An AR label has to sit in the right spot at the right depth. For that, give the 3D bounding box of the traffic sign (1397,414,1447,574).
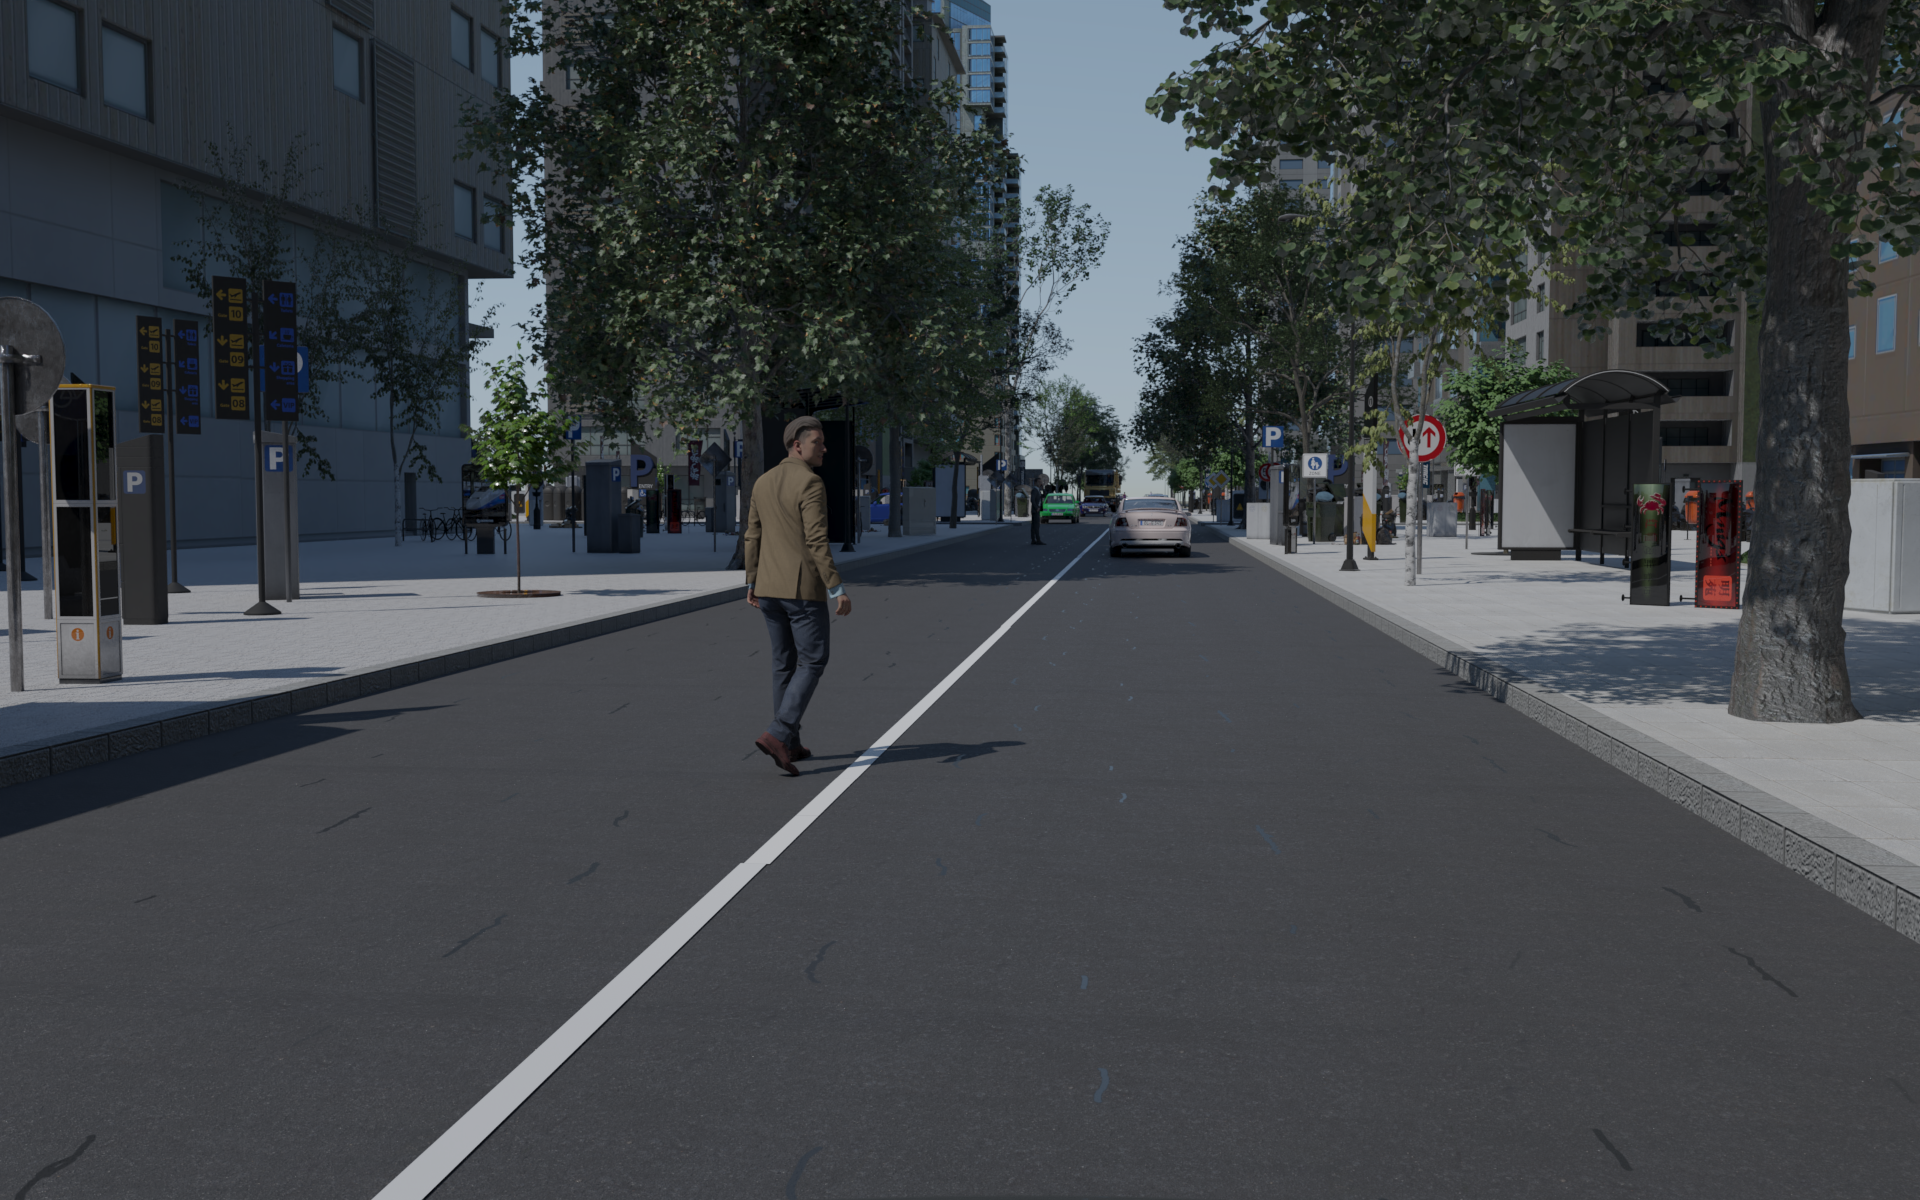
[{"bbox_3d":[7.335,-1.681,27.592,0.768,2.556,0.104,1,4,11],"label":"traffic sign"}]

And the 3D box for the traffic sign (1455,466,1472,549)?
[{"bbox_3d":[11.777,-2.329,40.206,0.606,2.300,0.079,1,4,12],"label":"traffic sign"}]

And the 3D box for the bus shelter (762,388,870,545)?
[{"bbox_3d":[-3.468,-3.031,40.837,1.731,3.624,6.357,0,4,6],"label":"bus shelter"}]

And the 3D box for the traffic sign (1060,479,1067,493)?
[{"bbox_3d":[8.550,-8.852,144.834,0.768,2.556,0.104,1,4,14],"label":"traffic sign"}]

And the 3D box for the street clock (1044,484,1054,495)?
[{"bbox_3d":[6.346,-7.387,125.350,0.471,2.002,0.358,-1,4,-13],"label":"street clock"}]

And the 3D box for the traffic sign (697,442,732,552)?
[{"bbox_3d":[-5.423,-2.269,38.278,0.795,2.450,0.064,0,4,8],"label":"traffic sign"}]

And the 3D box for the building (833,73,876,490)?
[{"bbox_3d":[-14.017,-28.987,124.050,14.600,45.320,14.200,0,4,6],"label":"building"}]

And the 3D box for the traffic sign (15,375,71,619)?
[{"bbox_3d":[-9.344,-1.075,17.681,0.768,2.556,0.104,0,4,8],"label":"traffic sign"}]

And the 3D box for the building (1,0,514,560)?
[{"bbox_3d":[-29.558,-27.953,46.274,27.495,52.752,28.713,0,4,6],"label":"building"}]

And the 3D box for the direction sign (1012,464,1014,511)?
[{"bbox_3d":[3.983,-8.514,131.201,0.379,3.537,0.876,0,3,0],"label":"direction sign"}]

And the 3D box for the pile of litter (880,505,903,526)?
[{"bbox_3d":[-2.662,-3.456,70.471,1.176,0.858,1.719,3,5,43],"label":"pile of litter"}]

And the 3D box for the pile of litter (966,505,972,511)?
[{"bbox_3d":[0.147,-7.103,130.097,1.719,0.858,1.176,1,4,9],"label":"pile of litter"}]

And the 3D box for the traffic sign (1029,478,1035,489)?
[{"bbox_3d":[4.648,-6.570,109.549,0.606,2.300,0.079,0,4,8],"label":"traffic sign"}]

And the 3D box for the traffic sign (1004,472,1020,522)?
[{"bbox_3d":[2.348,-4.639,79.483,0.795,2.450,0.064,0,4,6],"label":"traffic sign"}]

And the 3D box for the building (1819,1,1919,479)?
[{"bbox_3d":[32.411,-24.215,46.034,14.600,45.320,14.200,0,4,6],"label":"building"}]

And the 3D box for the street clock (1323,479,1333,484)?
[{"bbox_3d":[17.722,-4.831,83.561,0.471,2.002,0.358,2,4,29],"label":"street clock"}]

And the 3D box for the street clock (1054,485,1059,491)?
[{"bbox_3d":[7.316,-8.070,136.518,0.471,2.002,0.358,-1,4,-10],"label":"street clock"}]

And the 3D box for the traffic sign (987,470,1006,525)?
[{"bbox_3d":[1.497,-4.153,71.544,0.795,2.450,0.064,0,4,6],"label":"traffic sign"}]

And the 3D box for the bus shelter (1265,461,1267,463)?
[{"bbox_3d":[19.262,-7.458,113.216,1.731,3.624,6.357,0,4,6],"label":"bus shelter"}]

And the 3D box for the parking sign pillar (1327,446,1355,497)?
[{"bbox_3d":[18.703,-5.908,85.062,1.447,3.967,1.447,3,5,41],"label":"parking sign pillar"}]

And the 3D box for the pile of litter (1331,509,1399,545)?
[{"bbox_3d":[10.246,-1.835,43.969,1.719,0.858,1.176,0,4,8],"label":"pile of litter"}]

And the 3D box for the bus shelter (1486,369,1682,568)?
[{"bbox_3d":[10.912,-2.256,30.811,2.014,3.302,5.546,0,4,6],"label":"bus shelter"}]

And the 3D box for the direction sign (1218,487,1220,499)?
[{"bbox_3d":[17.363,-7.589,116.076,0.876,3.537,0.379,-2,4,-28],"label":"direction sign"}]

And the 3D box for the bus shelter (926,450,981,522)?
[{"bbox_3d":[-0.246,-5.375,81.812,2.014,3.302,5.546,0,4,6],"label":"bus shelter"}]

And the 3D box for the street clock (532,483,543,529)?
[{"bbox_3d":[-15.353,-3.562,62.809,0.471,2.002,0.358,2,4,25],"label":"street clock"}]

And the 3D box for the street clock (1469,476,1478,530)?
[{"bbox_3d":[18.211,-3.482,61.508,0.358,2.002,0.471,-1,4,-17],"label":"street clock"}]

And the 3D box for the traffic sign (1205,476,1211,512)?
[{"bbox_3d":[17.424,-7.372,120.637,0.768,2.556,0.104,1,4,12],"label":"traffic sign"}]

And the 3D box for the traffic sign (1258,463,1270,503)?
[{"bbox_3d":[12.540,-4.314,70.632,0.768,2.556,0.104,0,4,7],"label":"traffic sign"}]

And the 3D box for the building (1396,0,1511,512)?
[{"bbox_3d":[46.365,-31.217,129.998,23.786,49.044,30.456,0,4,6],"label":"building"}]

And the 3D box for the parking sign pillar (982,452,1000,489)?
[{"bbox_3d":[2.017,-7.572,112.275,1.447,3.967,1.447,2,4,29],"label":"parking sign pillar"}]

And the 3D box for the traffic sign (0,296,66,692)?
[{"bbox_3d":[-6.132,-0.678,11.190,0.768,2.556,0.104,0,4,8],"label":"traffic sign"}]

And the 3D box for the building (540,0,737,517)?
[{"bbox_3d":[-15.575,-25.597,102.113,14.154,41.232,14.086,0,4,6],"label":"building"}]

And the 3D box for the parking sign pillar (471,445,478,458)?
[{"bbox_3d":[-19.070,-4.808,67.076,1.447,3.967,1.447,2,4,27],"label":"parking sign pillar"}]

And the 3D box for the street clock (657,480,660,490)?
[{"bbox_3d":[-15.801,-5.230,90.077,0.358,2.002,0.471,-3,4,-36],"label":"street clock"}]

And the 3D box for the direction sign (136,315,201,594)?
[{"bbox_3d":[-10.199,-1.859,22.393,0.379,3.537,0.876,2,4,30],"label":"direction sign"}]

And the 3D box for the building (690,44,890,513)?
[{"bbox_3d":[-13.790,-28.305,146.378,14.154,41.232,14.086,0,4,6],"label":"building"}]

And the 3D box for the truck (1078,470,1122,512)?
[{"bbox_3d":[11.449,-8.770,139.309,3.469,3.379,9.791,0,4,8],"label":"truck"}]

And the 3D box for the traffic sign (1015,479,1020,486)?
[{"bbox_3d":[4.609,-8.499,139.062,0.768,2.556,0.104,1,4,14],"label":"traffic sign"}]

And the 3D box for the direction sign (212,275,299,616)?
[{"bbox_3d":[-7.428,-1.611,18.337,0.876,3.537,0.379,-3,5,-45],"label":"direction sign"}]

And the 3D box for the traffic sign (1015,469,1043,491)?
[{"bbox_3d":[5.554,-8.914,139.621,2.265,3.308,0.079,0,4,7],"label":"traffic sign"}]

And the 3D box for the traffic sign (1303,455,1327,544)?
[{"bbox_3d":[9.013,-2.563,44.027,0.606,2.300,0.079,1,4,12],"label":"traffic sign"}]

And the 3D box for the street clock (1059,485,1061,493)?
[{"bbox_3d":[7.972,-8.140,137.662,0.471,2.002,0.358,-1,4,-11],"label":"street clock"}]

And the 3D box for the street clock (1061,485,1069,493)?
[{"bbox_3d":[8.365,-8.060,136.348,0.358,2.002,0.471,2,4,24],"label":"street clock"}]

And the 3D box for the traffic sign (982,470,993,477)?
[{"bbox_3d":[1.464,-5.522,90.392,0.768,2.556,0.104,0,4,8],"label":"traffic sign"}]

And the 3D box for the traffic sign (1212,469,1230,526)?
[{"bbox_3d":[10.637,-4.092,70.547,0.795,2.450,0.064,0,4,6],"label":"traffic sign"}]

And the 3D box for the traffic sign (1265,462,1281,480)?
[{"bbox_3d":[12.644,-4.249,69.581,0.768,2.556,0.104,1,4,12],"label":"traffic sign"}]

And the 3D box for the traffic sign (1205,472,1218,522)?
[{"bbox_3d":[11.488,-4.578,78.487,0.795,2.450,0.064,0,4,6],"label":"traffic sign"}]

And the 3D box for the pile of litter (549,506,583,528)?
[{"bbox_3d":[-14.898,-3.148,65.429,1.176,0.858,1.719,-2,4,-25],"label":"pile of litter"}]

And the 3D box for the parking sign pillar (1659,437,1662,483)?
[{"bbox_3d":[32.513,-5.707,81.785,1.447,3.967,1.447,-2,4,-29],"label":"parking sign pillar"}]

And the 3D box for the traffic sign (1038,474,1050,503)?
[{"bbox_3d":[5.174,-6.567,107.475,0.768,2.556,0.104,1,4,13],"label":"traffic sign"}]

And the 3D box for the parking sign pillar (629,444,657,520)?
[{"bbox_3d":[-15.648,-5.941,85.614,1.447,3.967,1.447,0,4,3],"label":"parking sign pillar"}]

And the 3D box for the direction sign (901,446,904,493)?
[{"bbox_3d":[-2.718,-5.504,81.981,0.379,3.537,0.876,-1,4,-9],"label":"direction sign"}]

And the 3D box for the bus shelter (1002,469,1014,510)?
[{"bbox_3d":[2.442,-7.517,116.822,2.014,3.302,5.546,0,4,6],"label":"bus shelter"}]

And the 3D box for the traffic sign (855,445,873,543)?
[{"bbox_3d":[-2.635,-2.748,45.034,0.768,2.556,0.104,1,4,10],"label":"traffic sign"}]

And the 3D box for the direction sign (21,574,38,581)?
[{"bbox_3d":[-13.862,-2.050,25.518,0.876,3.537,0.379,2,4,24],"label":"direction sign"}]

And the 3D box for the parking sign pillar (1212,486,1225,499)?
[{"bbox_3d":[18.454,-8.190,122.376,1.447,3.967,1.447,1,4,16],"label":"parking sign pillar"}]
